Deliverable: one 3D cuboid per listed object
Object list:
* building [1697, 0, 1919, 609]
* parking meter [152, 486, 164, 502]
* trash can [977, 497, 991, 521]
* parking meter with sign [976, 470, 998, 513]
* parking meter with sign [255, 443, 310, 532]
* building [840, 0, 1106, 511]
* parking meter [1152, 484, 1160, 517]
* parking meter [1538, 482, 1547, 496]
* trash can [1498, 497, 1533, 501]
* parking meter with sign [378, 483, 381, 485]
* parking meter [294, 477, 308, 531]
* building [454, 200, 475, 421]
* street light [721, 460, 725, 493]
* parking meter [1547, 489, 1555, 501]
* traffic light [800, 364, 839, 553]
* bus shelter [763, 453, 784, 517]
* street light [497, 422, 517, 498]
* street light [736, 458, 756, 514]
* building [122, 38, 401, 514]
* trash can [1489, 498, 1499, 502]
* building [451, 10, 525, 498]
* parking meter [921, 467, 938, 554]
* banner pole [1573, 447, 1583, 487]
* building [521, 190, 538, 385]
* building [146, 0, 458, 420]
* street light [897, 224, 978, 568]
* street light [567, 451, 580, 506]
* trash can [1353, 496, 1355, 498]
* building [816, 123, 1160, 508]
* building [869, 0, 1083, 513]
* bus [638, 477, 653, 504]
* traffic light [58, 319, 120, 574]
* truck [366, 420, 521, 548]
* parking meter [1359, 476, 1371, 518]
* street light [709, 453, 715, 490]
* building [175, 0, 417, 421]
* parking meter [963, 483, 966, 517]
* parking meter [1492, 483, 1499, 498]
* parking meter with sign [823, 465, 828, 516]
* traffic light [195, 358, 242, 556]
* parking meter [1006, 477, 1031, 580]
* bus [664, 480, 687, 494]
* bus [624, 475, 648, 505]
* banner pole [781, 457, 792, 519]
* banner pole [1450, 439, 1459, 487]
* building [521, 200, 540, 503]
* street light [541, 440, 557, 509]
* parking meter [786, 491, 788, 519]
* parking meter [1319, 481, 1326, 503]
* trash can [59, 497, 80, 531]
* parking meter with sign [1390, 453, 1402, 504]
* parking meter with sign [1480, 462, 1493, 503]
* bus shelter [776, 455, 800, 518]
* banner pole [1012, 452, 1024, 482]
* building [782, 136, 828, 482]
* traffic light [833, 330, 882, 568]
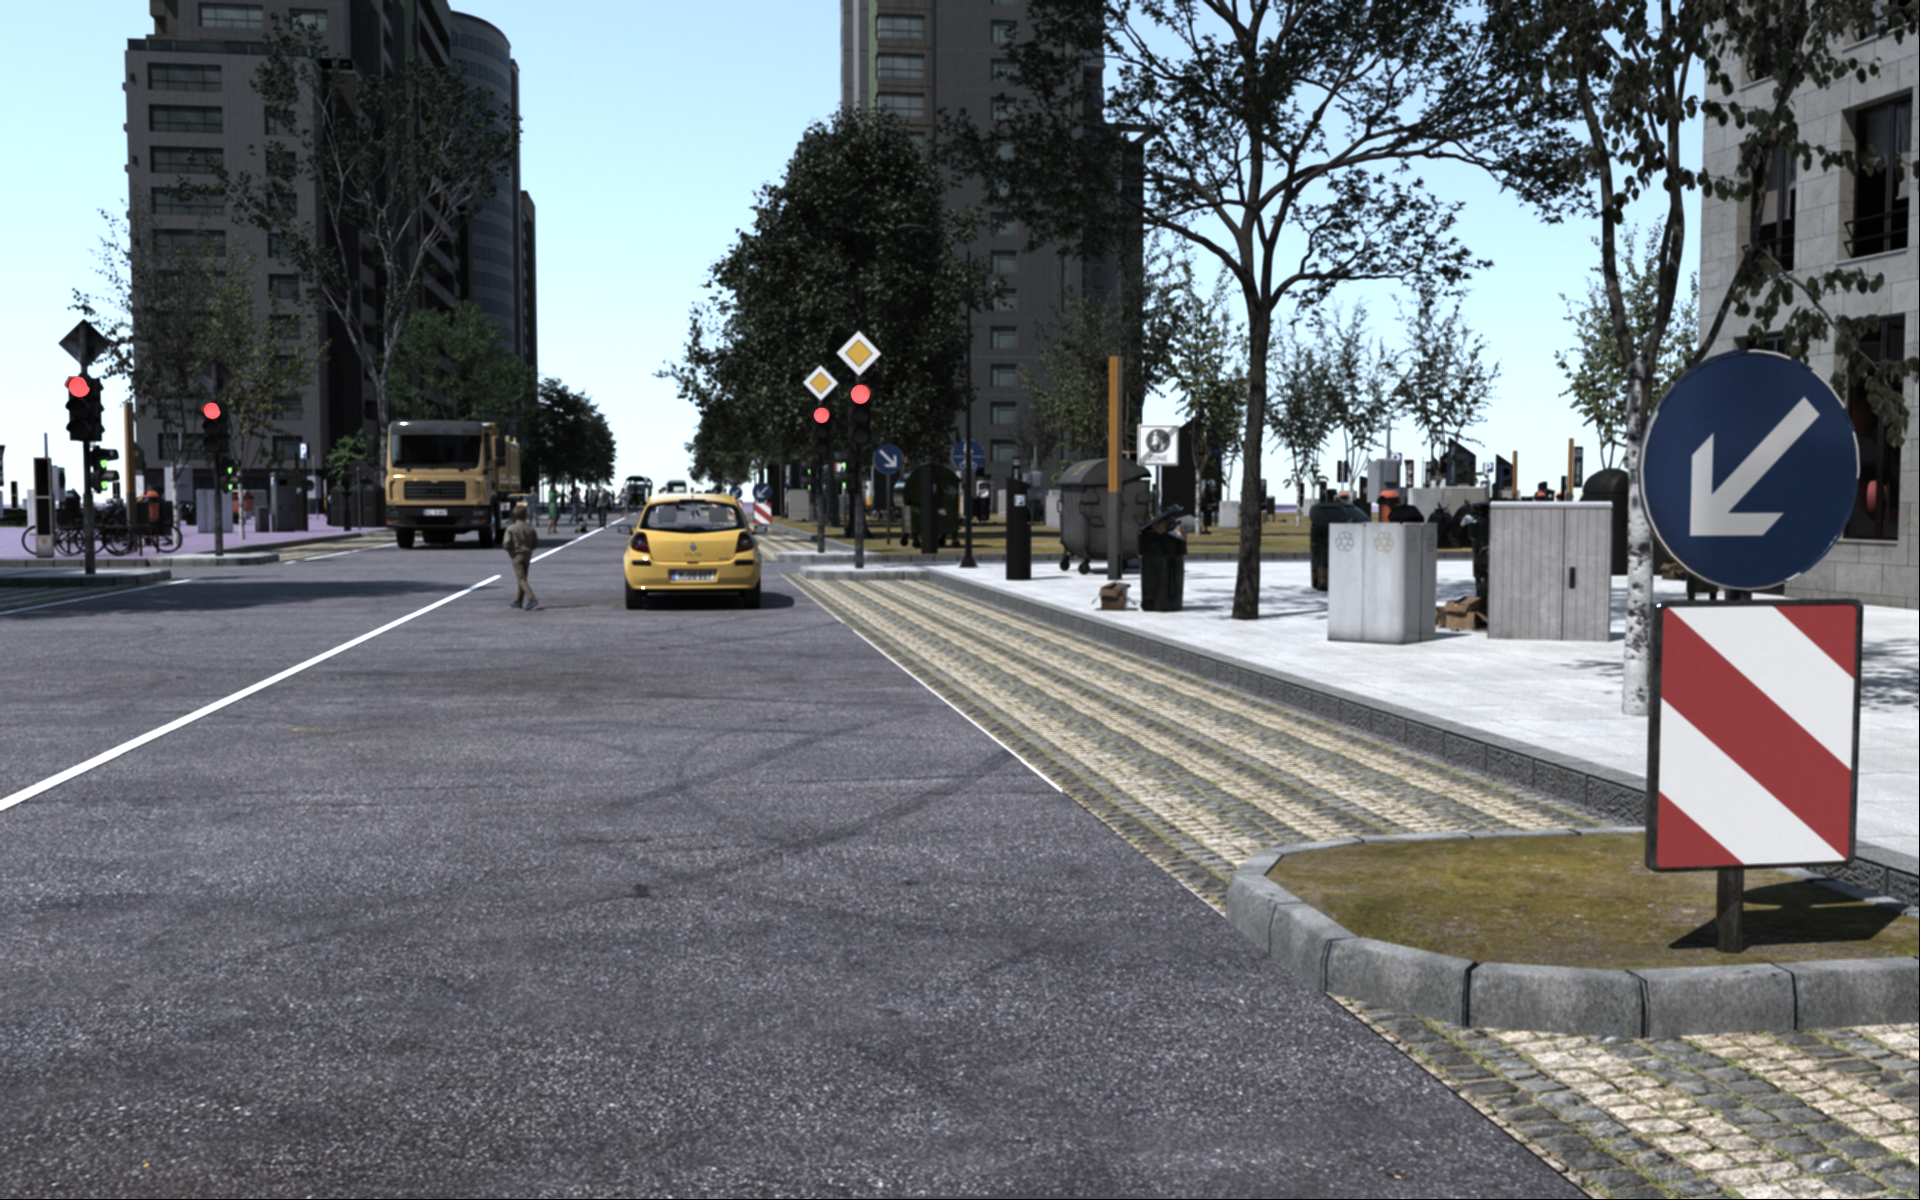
[{"bbox_3d":[16.398,-9.827,15.427,10.420,20.320,16.860,-1,4,-9],"label":"building"},{"bbox_3d":[-26.737,-3.019,57.778,0.372,1.533,0.369,0,3,0],"label":"parking meter"},{"bbox_3d":[1.104,-4.344,82.673,0.748,1.137,0.748,0,3,0],"label":"trash can"},{"bbox_3d":[1.939,-7.239,114.620,1.738,3.016,0.543,1,4,18],"label":"parking meter with sign"},{"bbox_3d":[-22.966,-3.816,58.660,0.543,3.016,1.738,3,5,44],"label":"parking meter with sign"},{"bbox_3d":[0.634,-36.800,143.680,21.231,58.520,28.212,-1,4,-9],"label":"building"},{"bbox_3d":[10.850,-5.512,95.834,0.399,1.863,0.255,1,4,17],"label":"parking meter"},{"bbox_3d":[27.258,-4.610,81.078,0.399,1.863,0.255,-2,4,-34],"label":"parking meter"},{"bbox_3d":[17.516,-2.610,54.326,0.748,1.137,0.748,0,3,0],"label":"trash can"},{"bbox_3d":[-35.843,-6.662,105.183,1.738,3.016,0.543,1,4,11],"label":"parking meter with sign"},{"bbox_3d":[-22.963,-3.341,60.343,0.399,1.863,0.255,1,4,12],"label":"parking meter"},{"bbox_3d":[-54.101,-24.035,164.677,14.160,30.474,14.107,-1,4,-9],"label":"building"},{"bbox_3d":[-20.039,-10.903,150.802,1.470,5.913,1.316,-1,4,-9],"label":"street light"},{"bbox_3d":[29.278,-4.749,86.055,0.372,1.533,0.369,0,3,0],"label":"parking meter"},{"bbox_3d":[-3.049,-2.984,37.704,0.839,4.253,0.868,-1,4,-9],"label":"traffic light"},{"bbox_3d":[-10.666,-6.745,101.570,1.731,3.624,6.357,-1,4,-9],"label":"bus shelter"},{"bbox_3d":[-29.142,-8.486,111.284,1.470,5.913,1.316,-1,4,-9],"label":"street light"},{"bbox_3d":[-13.990,-8.636,113.734,1.470,5.913,1.316,-1,4,-9],"label":"street light"},{"bbox_3d":[-45.578,-20.983,114.773,14.160,30.474,14.107,-1,4,-9],"label":"building"},{"bbox_3d":[21.367,-3.497,68.833,0.748,1.137,0.748,0,3,0],"label":"trash can"},{"bbox_3d":[-65.314,-40.908,210.841,21.231,58.520,28.212,-1,4,-9],"label":"building"},{"bbox_3d":[-0.654,-1.929,37.247,0.255,1.863,0.399,1,4,22],"label":"parking meter"},{"bbox_3d":[28.452,-5.513,80.150,0.863,3.779,0.401,-1,4,-12],"label":"banner pole"},{"bbox_3d":[-67.965,-36.523,247.254,14.600,45.320,14.200,-1,4,-9],"label":"building"},{"bbox_3d":[-54.760,-31.908,145.390,21.300,48.544,21.600,-1,4,-9],"label":"building"},{"bbox_3d":[-0.385,-3.516,30.035,1.470,5.913,1.316,-1,4,-9],"label":"street light"},{"bbox_3d":[-41.295,-12.987,184.882,1.470,5.913,1.316,-1,4,-9],"label":"street light"},{"bbox_3d":[23.548,-5.709,104.994,0.748,1.137,0.748,0,3,0],"label":"trash can"},{"bbox_3d":[1.222,-29.310,171.094,32.217,40.220,23.993,-1,4,-9],"label":"building"},{"bbox_3d":[0.407,-26.823,122.146,14.154,41.232,14.086,-1,4,-9],"label":"building"},{"bbox_3d":[-45.576,-15.754,249.124,2.896,3.916,12.252,-1,4,-9],"label":"bus"},{"bbox_3d":[-14.005,-2.379,27.810,0.839,4.253,0.868,-1,4,-9],"label":"traffic light"},{"bbox_3d":[-14.017,-3.198,48.211,3.469,3.379,9.791,-1,4,-9],"label":"truck"},{"bbox_3d":[13.075,-3.063,55.795,0.399,1.863,0.255,0,4,6],"label":"parking meter"},{"bbox_3d":[-27.545,-13.682,196.242,1.470,5.913,1.316,-1,4,-9],"label":"street light"},{"bbox_3d":[-48.486,-27.217,128.590,14.154,41.232,14.086,-1,4,-9],"label":"building"},{"bbox_3d":[0.387,-5.471,95.155,0.255,1.863,0.399,2,4,34],"label":"parking meter"},{"bbox_3d":[27.983,-5.191,90.592,0.255,1.863,0.399,0,4,1],"label":"parking meter"},{"bbox_3d":[-8.149,-6.577,103.795,0.543,3.016,1.738,-1,4,-13],"label":"parking meter with sign"},{"bbox_3d":[-15.295,-2.861,35.690,0.839,4.253,0.868,-1,4,-9],"label":"traffic light"},{"bbox_3d":[0.877,-1.070,25.899,0.372,1.533,0.369,0,3,0],"label":"parking meter"},{"bbox_3d":[-37.332,-14.211,227.208,2.948,3.499,13.247,-1,4,-11],"label":"bus"},{"bbox_3d":[-43.251,-14.705,231.965,2.896,3.916,12.252,-1,4,-8],"label":"bus"},{"bbox_3d":[-8.872,-5.989,87.942,0.863,3.779,0.401,2,4,29],"label":"banner pole"},{"bbox_3d":[22.123,-5.352,77.523,0.401,3.779,0.863,3,5,41],"label":"banner pole"},{"bbox_3d":[-64.548,-33.596,232.883,14.154,41.232,14.086,-1,4,-9],"label":"building"},{"bbox_3d":[-35.121,-10.733,148.024,1.470,5.913,1.316,-1,4,-9],"label":"street light"},{"bbox_3d":[-8.714,-4.914,88.749,0.372,1.533,0.369,0,3,0],"label":"parking meter"},{"bbox_3d":[16.117,-4.357,76.950,0.255,1.863,0.399,0,4,5],"label":"parking meter"},{"bbox_3d":[-31.362,-3.015,60.953,0.748,1.137,0.748,0,3,0],"label":"trash can"},{"bbox_3d":[18.542,-4.740,73.756,0.543,3.016,1.738,1,4,16],"label":"parking meter with sign"},{"bbox_3d":[28.678,-6.016,94.618,0.543,3.016,1.738,2,4,27],"label":"parking meter with sign"},{"bbox_3d":[-8.775,-7.096,93.647,2.179,5.291,8.768,-1,4,-9],"label":"bus shelter"},{"bbox_3d":[3.504,-6.937,103.436,0.863,3.779,0.401,0,4,-7],"label":"banner pole"},{"bbox_3d":[-12.306,-37.516,232.993,23.786,49.044,30.456,-1,4,-9],"label":"building"},{"bbox_3d":[-1.759,-2.502,29.823,0.839,4.253,0.868,-1,4,-9],"label":"traffic light"}]
